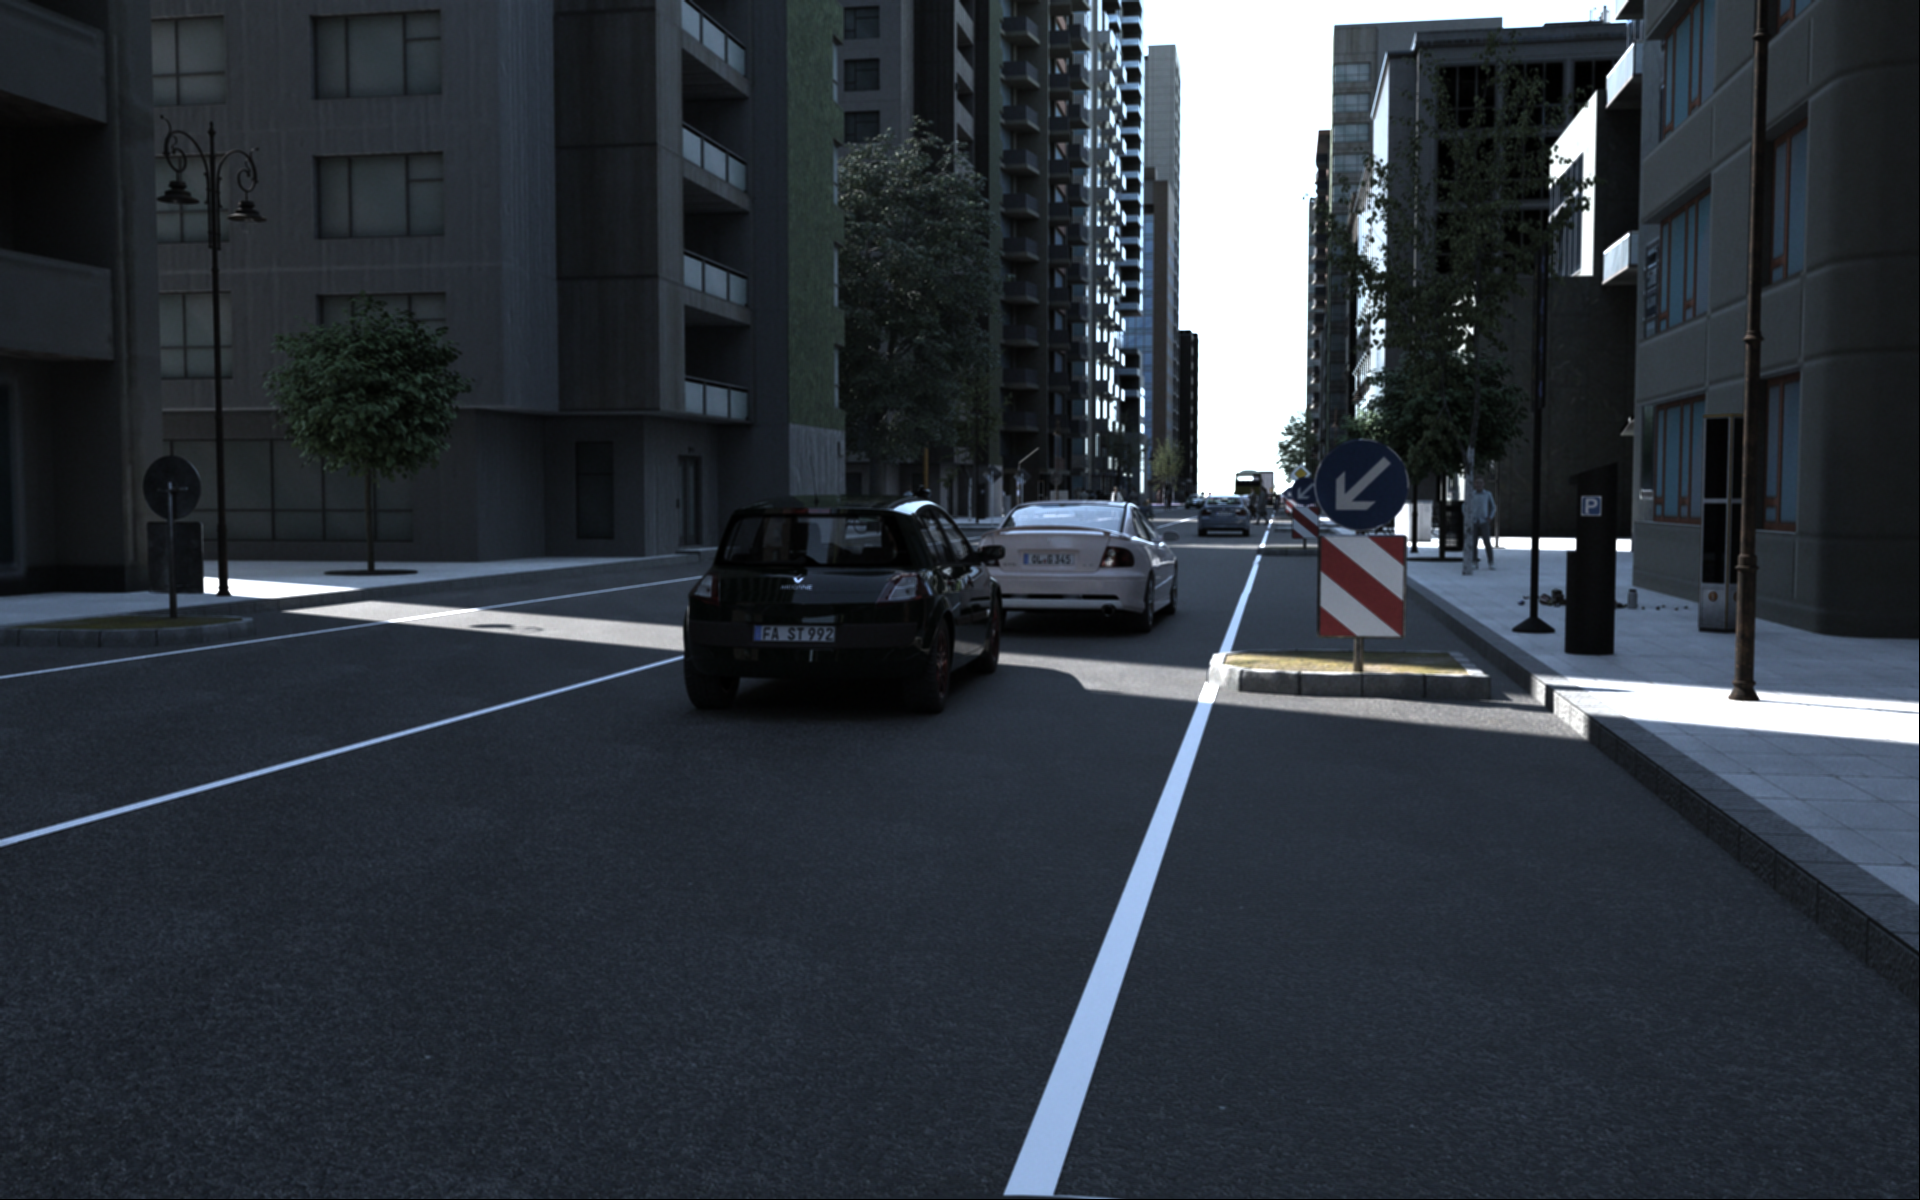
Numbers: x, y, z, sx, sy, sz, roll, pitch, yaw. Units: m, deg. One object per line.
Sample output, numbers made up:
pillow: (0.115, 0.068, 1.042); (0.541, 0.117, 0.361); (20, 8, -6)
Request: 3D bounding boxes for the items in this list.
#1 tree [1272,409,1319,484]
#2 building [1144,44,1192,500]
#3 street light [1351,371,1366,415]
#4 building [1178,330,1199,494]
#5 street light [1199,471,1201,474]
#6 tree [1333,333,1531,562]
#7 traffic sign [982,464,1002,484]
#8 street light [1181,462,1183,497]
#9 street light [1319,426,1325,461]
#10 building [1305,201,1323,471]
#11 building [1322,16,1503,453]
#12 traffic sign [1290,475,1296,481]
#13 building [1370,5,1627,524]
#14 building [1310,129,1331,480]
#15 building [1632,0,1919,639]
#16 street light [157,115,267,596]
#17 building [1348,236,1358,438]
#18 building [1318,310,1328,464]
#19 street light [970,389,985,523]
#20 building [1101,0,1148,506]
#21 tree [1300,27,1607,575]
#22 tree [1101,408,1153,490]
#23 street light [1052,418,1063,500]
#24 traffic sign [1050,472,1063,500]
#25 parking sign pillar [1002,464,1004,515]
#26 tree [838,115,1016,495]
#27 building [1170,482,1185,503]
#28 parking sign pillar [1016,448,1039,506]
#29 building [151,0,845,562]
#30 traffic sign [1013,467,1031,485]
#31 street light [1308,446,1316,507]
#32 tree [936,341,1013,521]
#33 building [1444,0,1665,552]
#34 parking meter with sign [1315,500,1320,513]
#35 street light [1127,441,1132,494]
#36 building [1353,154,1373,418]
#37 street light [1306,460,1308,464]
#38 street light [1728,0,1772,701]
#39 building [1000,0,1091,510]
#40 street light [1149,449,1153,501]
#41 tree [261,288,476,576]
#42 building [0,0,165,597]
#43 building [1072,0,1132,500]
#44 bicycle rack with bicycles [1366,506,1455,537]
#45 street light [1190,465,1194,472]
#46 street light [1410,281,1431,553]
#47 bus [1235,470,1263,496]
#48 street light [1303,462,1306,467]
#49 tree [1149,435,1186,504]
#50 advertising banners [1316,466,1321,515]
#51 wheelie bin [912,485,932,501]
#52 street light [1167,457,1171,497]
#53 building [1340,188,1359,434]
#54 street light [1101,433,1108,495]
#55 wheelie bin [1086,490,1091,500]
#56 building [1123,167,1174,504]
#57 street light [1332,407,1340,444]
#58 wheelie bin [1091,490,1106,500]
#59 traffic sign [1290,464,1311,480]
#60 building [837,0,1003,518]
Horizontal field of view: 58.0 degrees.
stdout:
tree: (45.050, -19.059, 229.747); (7.486, 12.596, 7.792); (0, 3, 0)
building: (27.450, -51.599, 281.891); (20.563, 71.187, 20.611); (1, 4, 10)
street light: (14.915, -5.637, 64.960); (0.468, 5.910, 1.993); (1, 4, 10)
building: (33.929, -32.304, 299.872); (14.160, 30.474, 14.107); (1, 4, 10)
street light: (39.922, -19.287, 288.126); (0.468, 5.910, 1.993); (1, 4, 10)
tree: (9.246, -3.039, 33.400); (4.285, 4.588, 4.351); (0, 3, 0)
traffic sign: (1.252, -4.019, 67.900); (0.795, 2.593, 0.064); (1, 4, 10)
street light: (29.887, -15.935, 233.325); (0.468, 5.910, 1.993); (1, 4, 10)
street light: (24.764, -8.913, 118.523); (0.468, 5.910, 1.993); (1, 4, 10)
building: (55.577, -34.174, 242.340); (14.154, 41.232, 14.086); (1, 4, 10)
building: (39.838, -28.747, 153.611); (14.154, 41.232, 14.086); (1, 4, 10)
traffic sign: (14.398, -4.366, 73.575); (0.795, 2.593, 0.064); (1, 4, 10)
building: (34.036, -15.795, 77.319); (30.058, 24.678, 14.314); (1, 4, 10)
building: (52.717, -33.572, 203.527); (22.147, 44.769, 28.867); (1, 4, 10)
building: (20.389, -9.901, 6.916); (27.650, 21.520, 28.899); (1, 4, 10)
street light: (-9.283, -2.989, 21.659); (0.468, 5.910, 1.993); (1, 4, 10)
building: (31.978, -17.320, 112.855); (12.332, 23.373, 15.834); (1, 4, 10)
building: (50.648, -20.174, 174.879); (27.650, 21.520, 28.899); (1, 4, 10)
street light: (0.762, -6.331, 76.291); (0.468, 5.910, 1.993); (1, 4, 10)
building: (10.602, -53.996, 195.504); (22.319, 86.520, 31.000); (1, 4, 10)
tree: (7.845, -4.708, 27.337); (4.737, 8.622, 4.395); (0, 3, 0)
tree: (13.879, -12.014, 146.785); (4.360, 8.622, 3.978); (0, 3, 0)
street light: (5.855, -8.004, 103.659); (0.468, 5.910, 1.993); (1, 4, 10)
traffic sign: (5.565, -6.140, 100.489); (0.768, 2.556, 0.104); (1, 4, 12)
parking sign pillar: (2.011, -7.207, 106.307); (1.447, 3.967, 1.447); (1, 4, 22)
tree: (-2.988, -9.346, 59.459); (9.857, 13.997, 8.962); (0, 3, 0)
building: (17.710, -34.869, 261.996); (32.217, 40.220, 23.993); (1, 4, 10)
parking sign pillar: (3.949, -6.876, 100.893); (1.447, 3.967, 1.447); (-2, 4, -28)
building: (-11.076, -21.658, 37.707); (14.154, 41.232, 14.086); (1, 4, 10)
traffic sign: (2.705, -4.499, 75.752); (0.795, 2.593, 0.064); (1, 4, 10)
street light: (29.828, -10.599, 146.082); (0.468, 5.910, 1.993); (1, 4, 10)
tree: (0.460, -8.018, 81.454); (4.737, 8.622, 4.395); (0, 3, 0)
building: (25.457, -44.639, 42.517); (22.319, 86.520, 31.000); (1, 4, 10)
parking meter with sign: (23.596, -7.187, 113.762); (0.543, 3.016, 1.738); (1, 4, 8)
street light: (14.816, -10.934, 151.552); (0.468, 5.910, 1.993); (1, 4, 10)
building: (27.187, -15.129, 96.505); (9.793, 20.994, 18.267); (1, 4, 10)
street light: (33.591, -11.796, 165.658); (0.468, 5.910, 1.993); (1, 4, 10)
street light: (4.888, -2.314, 10.627); (0.468, 5.910, 1.993); (1, 4, 10)
building: (-2.053, -29.094, 130.306); (22.147, 44.769, 28.867); (1, 4, 10)
street light: (19.759, -12.615, 179.036); (0.468, 5.910, 1.993); (1, 4, 10)
tree: (-9.458, -2.703, 27.900); (4.285, 4.588, 4.351); (0, 3, 0)
building: (-23.055, -23.838, 13.461); (21.300, 48.544, 21.600); (1, 4, 10)
building: (4.080, -33.459, 166.661); (23.786, 49.044, 30.456); (1, 4, 10)
bicycle rack with bicycles: (13.629, -2.391, 52.474); (2.925, 0.926, 2.852); (-1, 4, -14)
street light: (34.979, -17.626, 260.971); (0.468, 5.910, 1.993); (1, 4, 10)
street light: (9.963, -3.977, 37.806); (0.468, 5.910, 1.993); (1, 4, 10)
bus: (28.944, -11.142, 173.719); (2.896, 3.916, 12.252); (1, 4, 10)
street light: (38.670, -13.476, 193.123); (0.468, 5.910, 1.993); (1, 4, 10)
tree: (27.702, -16.873, 226.232); (4.737, 8.622, 4.395); (0, 3, 0)
advertising banners: (21.992, -6.726, 106.158); (0.090, 3.025, 2.074); (0, 4, 2)
wheelie bin: (-1.397, -3.372, 63.047); (0.693, 1.594, 0.980); (1, 4, 14)
street light: (24.928, -14.314, 206.827); (0.468, 5.910, 1.993); (1, 4, 10)
building: (35.814, -20.522, 132.803); (12.463, 27.353, 25.104); (1, 4, 10)
street light: (10.940, -9.704, 131.445); (0.468, 5.910, 1.993); (1, 4, 10)
wheelie bin: (11.093, -8.592, 148.393); (0.980, 1.594, 0.693); (1, 4, 21)
building: (22.392, -36.176, 241.593); (14.600, 45.320, 14.200); (1, 4, 10)
street light: (19.685, -7.220, 90.827); (0.468, 5.910, 1.993); (1, 4, 10)
wheelie bin: (11.246, -7.955, 137.974); (0.980, 1.594, 0.693); (-1, 4, -17)
traffic sign: (12.945, -3.886, 65.723); (0.795, 2.593, 0.064); (1, 4, 10)
building: (-5.723, -19.623, 92.539); (14.160, 30.474, 14.107); (1, 4, 10)
